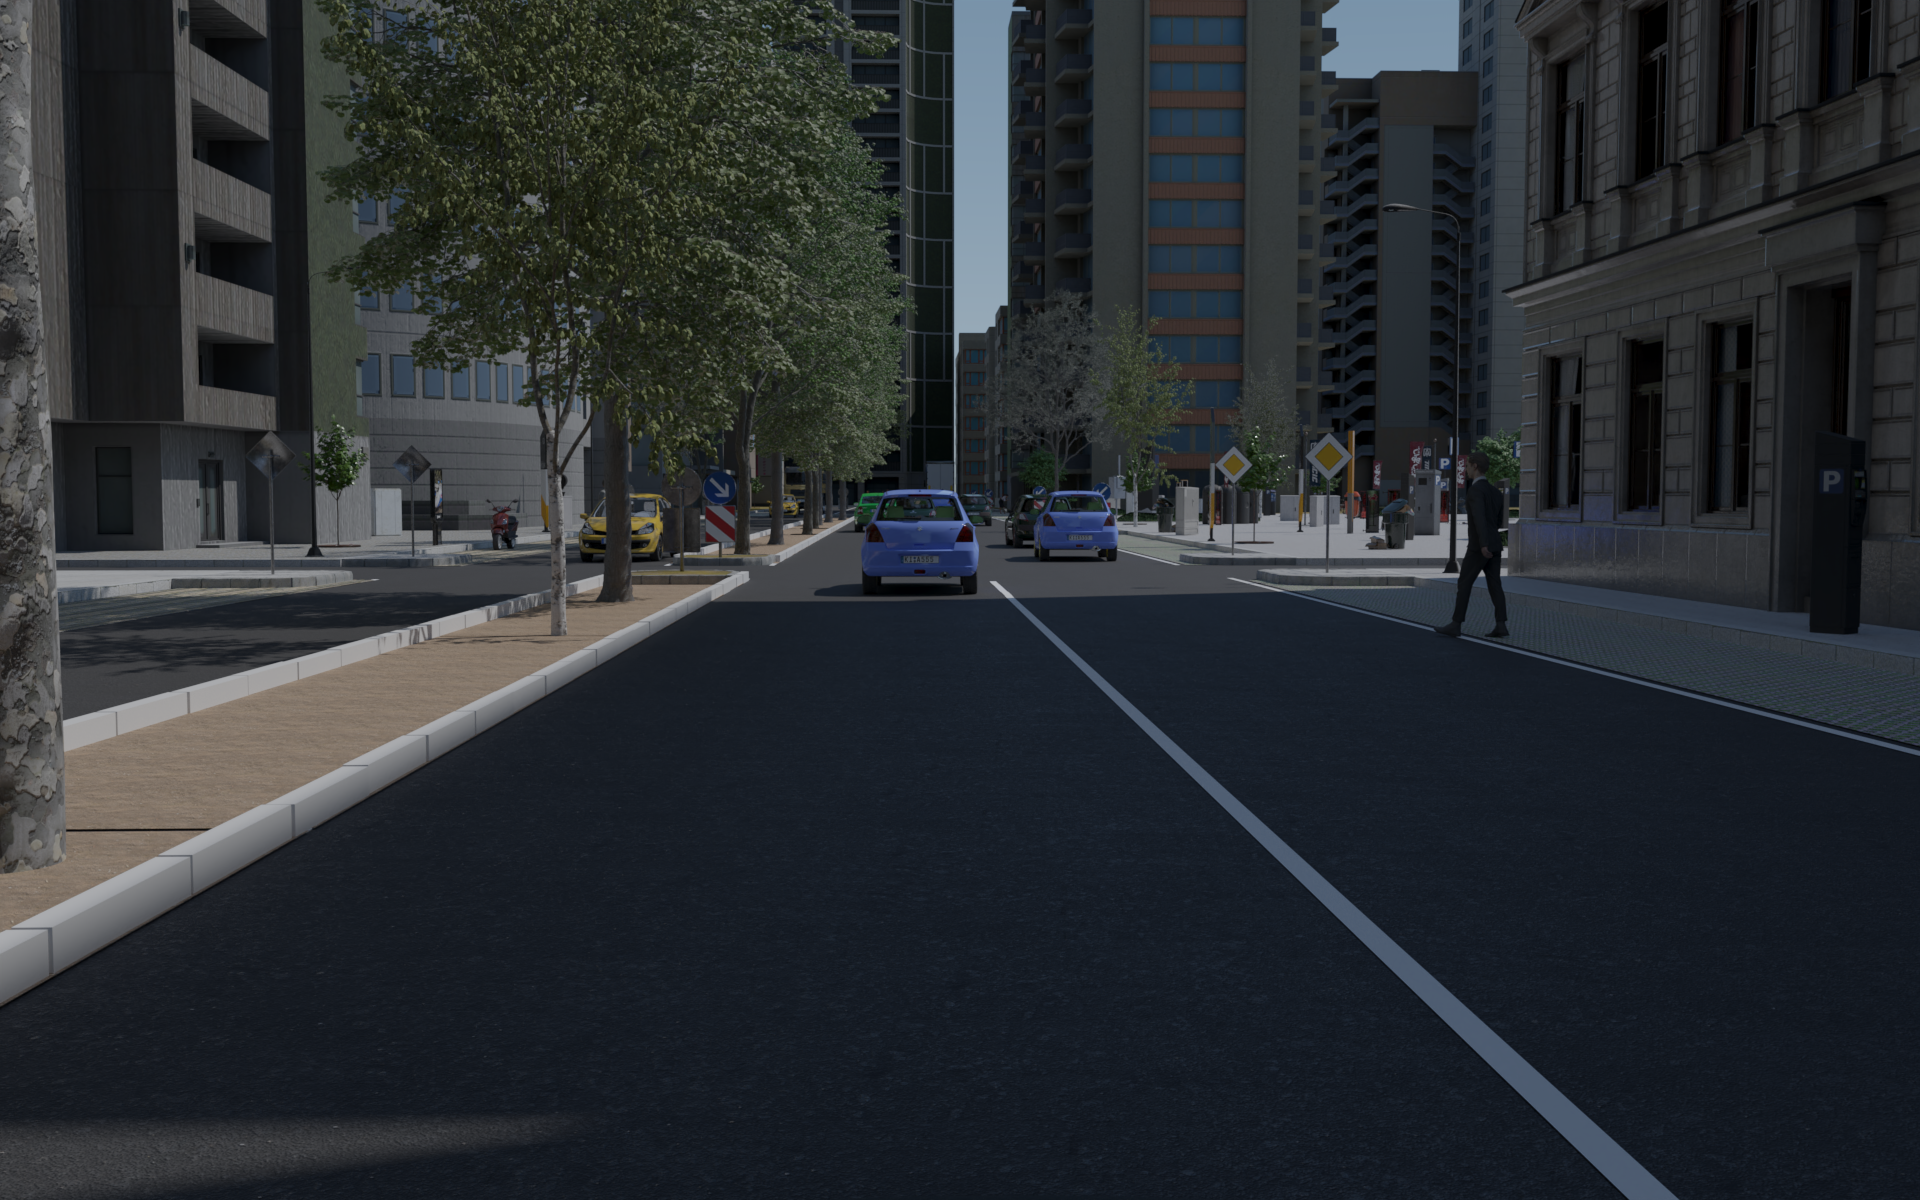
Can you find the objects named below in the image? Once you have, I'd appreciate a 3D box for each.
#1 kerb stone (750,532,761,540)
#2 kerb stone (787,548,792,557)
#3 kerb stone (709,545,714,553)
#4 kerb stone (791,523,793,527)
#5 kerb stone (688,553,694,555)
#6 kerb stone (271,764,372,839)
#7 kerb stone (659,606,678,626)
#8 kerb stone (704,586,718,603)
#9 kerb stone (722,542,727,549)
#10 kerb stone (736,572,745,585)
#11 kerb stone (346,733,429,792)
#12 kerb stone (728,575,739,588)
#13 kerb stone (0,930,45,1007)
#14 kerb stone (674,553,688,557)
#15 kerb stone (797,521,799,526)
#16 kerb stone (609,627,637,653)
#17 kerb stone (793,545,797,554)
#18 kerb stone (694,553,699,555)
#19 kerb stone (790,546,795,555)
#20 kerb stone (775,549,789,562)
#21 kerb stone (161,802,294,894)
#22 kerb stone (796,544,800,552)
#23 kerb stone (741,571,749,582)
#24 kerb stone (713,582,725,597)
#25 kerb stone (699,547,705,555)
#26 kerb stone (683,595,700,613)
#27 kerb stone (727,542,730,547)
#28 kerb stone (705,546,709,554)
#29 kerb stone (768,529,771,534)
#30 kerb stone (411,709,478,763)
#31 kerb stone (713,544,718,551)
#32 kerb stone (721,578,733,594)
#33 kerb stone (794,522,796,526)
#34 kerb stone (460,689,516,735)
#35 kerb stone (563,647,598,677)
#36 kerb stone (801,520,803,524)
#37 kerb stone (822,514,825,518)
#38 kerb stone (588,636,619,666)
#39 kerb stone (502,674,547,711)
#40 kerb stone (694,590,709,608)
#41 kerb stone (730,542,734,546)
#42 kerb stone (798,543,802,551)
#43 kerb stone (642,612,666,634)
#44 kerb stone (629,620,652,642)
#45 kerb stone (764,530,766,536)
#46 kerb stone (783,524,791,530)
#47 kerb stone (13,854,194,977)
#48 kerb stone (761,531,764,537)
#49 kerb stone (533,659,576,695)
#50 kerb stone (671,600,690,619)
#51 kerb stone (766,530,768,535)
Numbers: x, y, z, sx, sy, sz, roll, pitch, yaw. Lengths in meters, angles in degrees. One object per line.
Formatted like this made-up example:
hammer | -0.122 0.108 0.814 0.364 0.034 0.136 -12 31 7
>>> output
kerb stone | -6.637 -2.077 56.276 0.120 0.150 1.000 0 4 -2
kerb stone | -3.925 -1.026 38.972 0.120 0.150 1.000 0 4 -2
kerb stone | -6.133 -1.206 41.966 0.120 0.150 1.000 0 4 -2
kerb stone | -7.212 -3.087 72.665 0.120 0.150 1.000 0 4 -2
kerb stone | -5.996 -0.948 37.867 0.120 0.150 1.000 0 4 -2
kerb stone | -2.836 0.892 7.685 0.120 0.150 1.000 0 4 -2
kerb stone | -3.238 0.200 18.980 0.120 0.150 1.000 0 4 -2
kerb stone | -3.375 -0.053 23.069 0.120 0.150 1.000 0 4 -2
kerb stone | -6.241 -1.393 45.031 0.120 0.150 1.000 0 4 -2
kerb stone | -3.514 -0.300 27.163 0.120 0.150 1.000 0 4 -2
kerb stone | -2.881 0.825 8.706 0.120 0.150 1.000 0 4 -2
kerb stone | -3.484 -0.241 26.133 0.120 0.150 1.000 0 4 -2
kerb stone | -2.734 1.078 4.613 0.120 0.150 1.000 0 4 -2
kerb stone | -5.964 -0.895 36.834 0.120 0.150 1.000 0 4 -2
kerb stone | -7.354 -3.338 76.770 0.120 0.150 1.000 0 4 -2
kerb stone | -3.127 0.386 15.887 0.120 0.150 1.000 0 4 -2
kerb stone | -4.004 -1.151 41.022 0.120 0.150 1.000 0 4 -2
kerb stone | -6.029 -1.017 38.898 0.120 0.150 1.000 0 4 -2
kerb stone | -3.960 -1.089 40.001 0.120 0.150 1.000 0 4 -2
kerb stone | -3.897 -0.963 37.940 0.120 0.150 1.000 0 4 -2
kerb stone | -2.806 0.950 6.657 0.120 0.150 1.000 0 4 -2
kerb stone | -4.032 -1.211 42.044 0.120 0.150 1.000 0 4 -2
kerb stone | -3.544 -0.367 28.193 0.120 0.150 1.000 0 4 -2
kerb stone | -3.410 -0.112 24.090 0.120 0.150 1.000 0 4 -2
kerb stone | -6.065 -1.084 39.920 0.120 0.150 1.000 0 4 -2
kerb stone | -3.304 0.072 21.023 0.120 0.150 1.000 0 4 -2
kerb stone | -6.286 -1.455 46.052 0.120 0.150 1.000 0 4 -2
kerb stone | -6.102 -1.147 40.942 0.120 0.150 1.000 0 4 -2
kerb stone | -6.781 -2.336 60.388 0.120 0.150 1.000 0 4 -2
kerb stone | -2.908 0.763 9.727 0.120 0.150 1.000 0 4 -2
kerb stone | -6.173 -1.272 42.987 0.120 0.150 1.000 0 4 -2
kerb stone | -3.442 -0.178 25.112 0.120 0.150 1.000 0 4 -2
kerb stone | -7.286 -3.212 74.709 0.120 0.150 1.000 0 4 -2
kerb stone | -2.942 0.700 10.752 0.120 0.150 1.000 0 4 -2
kerb stone | -3.056 0.518 13.828 0.120 0.150 1.000 0 4 -2
kerb stone | -7.459 -3.526 79.838 0.120 0.150 1.000 0 4 -2
kerb stone | -8.500 -5.345 109.582 0.120 0.150 1.000 0 4 -2
kerb stone | -3.085 0.451 14.857 0.120 0.150 1.000 0 4 -2
kerb stone | -2.986 0.644 11.778 0.120 0.150 1.000 0 4 -2
kerb stone | -3.340 0.009 22.047 0.120 0.150 1.000 0 4 -2
kerb stone | -6.308 -1.517 47.080 0.120 0.150 1.000 0 4 -2
kerb stone | -4.076 -1.274 43.068 0.120 0.150 1.000 0 4 -2
kerb stone | -3.199 0.260 17.945 0.120 0.150 1.000 0 4 -2
kerb stone | -3.168 0.331 16.913 0.120 0.150 1.000 0 4 -2
kerb stone | -6.713 -2.205 58.330 0.120 0.150 1.000 0 4 -2
kerb stone | -7.175 -3.024 71.644 0.120 0.150 1.000 0 4 -2
kerb stone | -2.768 1.015 5.634 0.120 0.150 1.000 0 4 -2
kerb stone | -6.680 -2.147 57.302 0.120 0.150 1.000 0 4 -2
kerb stone | -3.014 0.580 12.800 0.120 0.150 1.000 0 4 -2
kerb stone | -3.272 0.134 20.001 0.120 0.150 1.000 0 4 -2
kerb stone | -6.749 -2.273 59.358 0.120 0.150 1.000 0 4 -2
